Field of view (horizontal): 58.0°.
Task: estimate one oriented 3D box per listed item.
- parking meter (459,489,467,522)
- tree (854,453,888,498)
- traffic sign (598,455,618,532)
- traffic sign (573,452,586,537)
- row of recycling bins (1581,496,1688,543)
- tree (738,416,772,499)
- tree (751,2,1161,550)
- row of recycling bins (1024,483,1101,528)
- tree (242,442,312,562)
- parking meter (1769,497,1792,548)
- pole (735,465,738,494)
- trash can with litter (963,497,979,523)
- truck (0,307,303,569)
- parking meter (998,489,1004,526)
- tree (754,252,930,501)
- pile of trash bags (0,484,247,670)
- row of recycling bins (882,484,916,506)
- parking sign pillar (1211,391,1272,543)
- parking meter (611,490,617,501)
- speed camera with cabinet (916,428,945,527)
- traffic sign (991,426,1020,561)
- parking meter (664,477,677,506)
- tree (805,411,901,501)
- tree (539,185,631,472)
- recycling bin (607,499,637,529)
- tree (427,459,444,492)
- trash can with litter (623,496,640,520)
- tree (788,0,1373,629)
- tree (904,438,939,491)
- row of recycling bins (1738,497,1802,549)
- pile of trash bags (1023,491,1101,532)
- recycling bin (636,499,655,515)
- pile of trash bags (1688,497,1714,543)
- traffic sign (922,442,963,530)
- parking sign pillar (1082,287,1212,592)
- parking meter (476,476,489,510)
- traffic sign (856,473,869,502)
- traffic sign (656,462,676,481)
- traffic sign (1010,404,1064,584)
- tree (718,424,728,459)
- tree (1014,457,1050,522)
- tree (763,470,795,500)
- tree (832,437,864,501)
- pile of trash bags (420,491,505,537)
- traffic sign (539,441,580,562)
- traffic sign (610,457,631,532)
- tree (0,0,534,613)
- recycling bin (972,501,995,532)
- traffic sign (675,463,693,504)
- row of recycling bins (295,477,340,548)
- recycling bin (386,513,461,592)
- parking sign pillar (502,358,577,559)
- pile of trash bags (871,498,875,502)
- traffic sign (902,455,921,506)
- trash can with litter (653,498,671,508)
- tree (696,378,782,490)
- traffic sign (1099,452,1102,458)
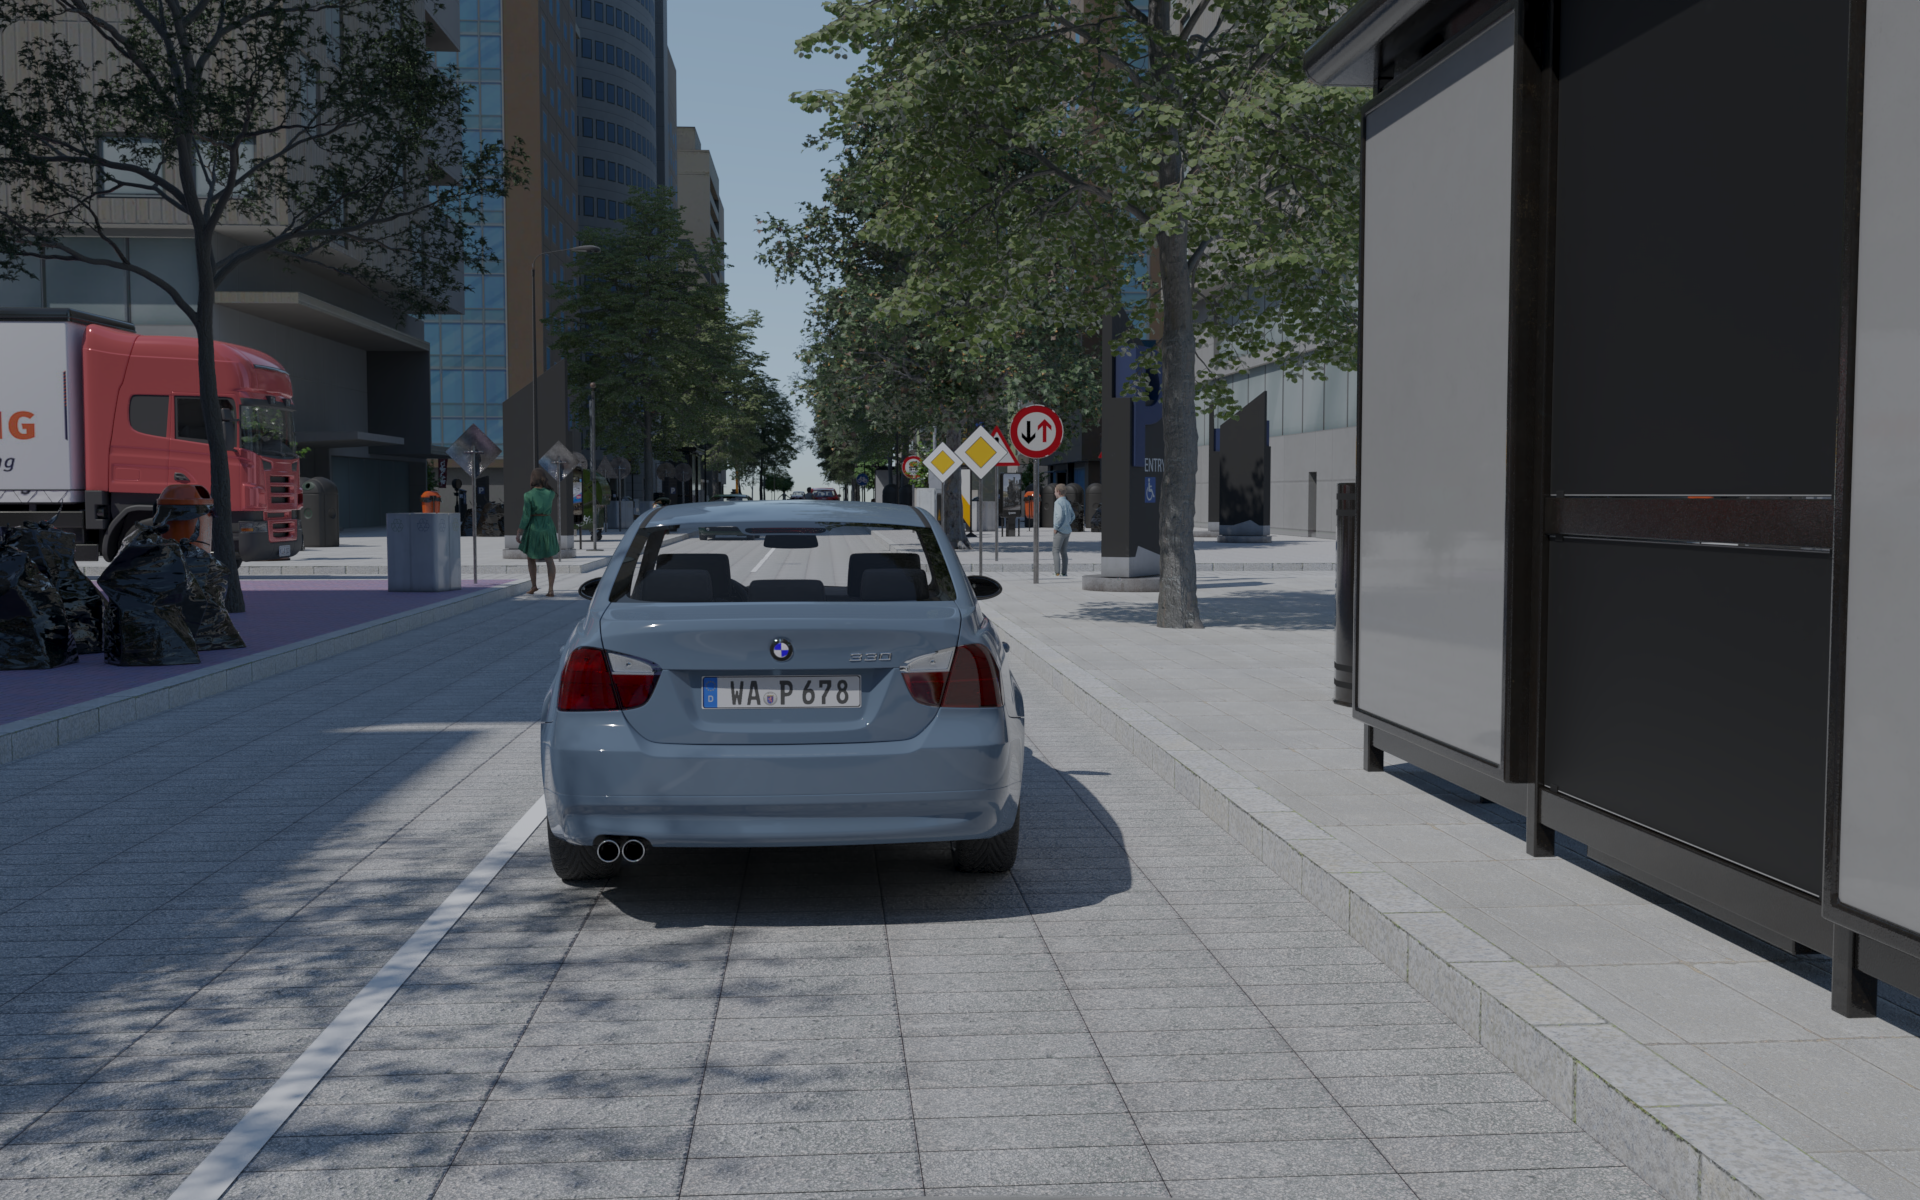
[{"bbox_3d":[-22.934,-4.374,79.918,0.372,1.533,0.369,0,3,0],"label":"parking meter"},{"bbox_3d":[-6.639,-9.105,132.577,4.285,4.588,4.351,0,3,0],"label":"tree"},{"bbox_3d":[-11.913,-3.559,58.186,0.884,2.594,0.081,0,4,3],"label":"traffic sign"},{"bbox_3d":[-11.625,-3.190,52.269,0.768,2.556,0.104,0,4,-4],"label":"traffic sign"},{"bbox_3d":[6.504,-0.786,19.962,3.534,1.692,1.069,0,4,2],"label":"row of recycling bins"},{"bbox_3d":[-18.276,-12.249,150.626,4.360,8.622,3.978,0,3,0],"label":"tree"},{"bbox_3d":[-0.106,-7.515,39.873,9.611,12.733,9.660,0,3,0],"label":"tree"},{"bbox_3d":[3.967,-3.581,65.657,3.534,1.692,1.069,2,4,35],"label":"row of recycling bins"},{"bbox_3d":[-13.546,-2.372,33.377,1.663,3.219,1.824,0,3,0],"label":"tree"},{"bbox_3d":[18.511,-2.041,39.076,0.399,1.863,0.255,3,5,43],"label":"parking meter"},{"bbox_3d":[-12.853,-6.481,99.812,0.158,3.312,0.155,0,3,0],"label":"pole"},{"bbox_3d":[0.474,-4.032,77.314,1.055,1.170,0.624,-2,4,-33],"label":"trash can with litter"},{"bbox_3d":[-15.689,-2.340,27.167,11.283,4.237,2.839,0,4,-3],"label":"truck"},{"bbox_3d":[1.589,-3.721,69.250,0.372,1.533,0.369,0,3,0],"label":"parking meter"},{"bbox_3d":[-3.392,-10.692,85.187,12.009,13.543,11.850,0,3,0],"label":"tree"},{"bbox_3d":[-6.844,-0.275,14.249,1.912,1.369,3.447,0,4,-7],"label":"pile of trash bags"},{"bbox_3d":[-1.575,-3.718,67.906,3.534,1.692,1.069,2,4,33],"label":"row of recycling bins"},{"bbox_3d":[7.526,-3.501,45.721,1.447,3.967,1.447,3,4,36],"label":"parking sign pillar"},{"bbox_3d":[-20.179,-5.657,100.909,0.372,1.533,0.369,0,3,0],"label":"parking meter"},{"bbox_3d":[-0.719,-3.397,49.883,0.660,3.252,2.038,1,4,14],"label":"speed camera with cabinet"},{"bbox_3d":[0.699,-2.019,33.012,0.884,2.594,0.081,0,4,3],"label":"traffic sign"},{"bbox_3d":[-9.845,-3.259,58.997,0.255,1.863,0.399,3,5,41],"label":"parking meter"},{"bbox_3d":[-12.244,-17.805,197.764,9.857,13.997,8.962,0,3,0],"label":"tree"},{"bbox_3d":[-11.508,-8.898,63.602,7.486,12.596,7.792,0,3,0],"label":"tree"},{"bbox_3d":[-12.504,-3.132,63.754,0.722,1.027,0.722,-3,5,-41],"label":"recycling bin"},{"bbox_3d":[-24.054,-5.115,78.230,1.663,3.219,1.824,0,3,0],"label":"tree"},{"bbox_3d":[-16.043,-4.500,84.963,1.055,1.170,0.624,2,4,33],"label":"trash can with litter"},{"bbox_3d":[1.800,-5.988,16.037,7.486,12.596,7.792,0,3,0],"label":"tree"},{"bbox_3d":[-0.792,-3.610,53.627,1.663,3.219,1.824,0,3,0],"label":"tree"},{"bbox_3d":[20.175,-2.055,40.714,3.534,1.692,1.069,0,3,0],"label":"row of recycling bins"},{"bbox_3d":[3.756,-3.015,59.041,3.447,1.369,1.912,2,4,25],"label":"pile of trash bags"},{"bbox_3d":[-10.895,-2.994,61.513,0.722,1.027,0.722,-3,5,-43],"label":"recycling bin"},{"bbox_3d":[15.790,-1.881,40.512,3.447,1.369,1.912,2,4,29],"label":"pile of trash bags"},{"bbox_3d":[-0.333,-1.808,33.206,0.795,2.450,0.064,0,4,-5],"label":"traffic sign"},{"bbox_3d":[2.361,-2.122,23.167,1.447,3.967,1.447,2,4,30],"label":"parking sign pillar"},{"bbox_3d":[-15.355,-3.057,55.689,0.399,1.863,0.255,0,4,5],"label":"parking meter"},{"bbox_3d":[-6.018,-6.530,106.866,0.768,2.556,0.104,0,4,2],"label":"traffic sign"},{"bbox_3d":[-11.761,-4.233,69.322,0.768,2.556,0.104,0,4,-1],"label":"traffic sign"},{"bbox_3d":[1.090,-1.506,24.724,0.768,2.556,0.104,0,4,3],"label":"traffic sign"},{"bbox_3d":[-20.690,-16.646,182.535,12.009,13.543,11.850,0,3,0],"label":"tree"},{"bbox_3d":[3.243,-5.221,79.967,1.663,3.219,1.824,0,3,0],"label":"tree"},{"bbox_3d":[-26.667,-17.115,263.541,4.285,4.588,4.351,0,3,0],"label":"tree"},{"bbox_3d":[-10.529,-13.670,173.869,4.737,8.622,4.395,0,3,0],"label":"tree"},{"bbox_3d":[-14.542,-2.599,52.249,3.447,1.369,1.912,-2,4,-35],"label":"pile of trash bags"},{"bbox_3d":[-7.556,-1.774,32.655,0.795,2.450,0.064,0,4,-5],"label":"traffic sign"},{"bbox_3d":[-11.634,-3.616,59.227,0.768,2.556,0.104,0,4,4],"label":"traffic sign"},{"bbox_3d":[-8.236,-5.135,18.372,7.601,10.594,8.767,-1,4,-20],"label":"tree"},{"bbox_3d":[0.789,-2.873,59.520,0.722,1.027,0.722,2,4,30],"label":"recycling bin"},{"bbox_3d":[-11.408,-4.362,71.424,0.768,2.556,0.104,0,4,-1],"label":"traffic sign"},{"bbox_3d":[-16.467,-2.179,42.742,3.534,1.692,1.069,3,5,41],"label":"row of recycling bins"},{"bbox_3d":[-7.105,-0.637,22.969,0.722,1.027,0.722,1,4,11],"label":"recycling bin"},{"bbox_3d":[-8.418,-2.819,34.565,1.447,3.967,1.447,0,4,6],"label":"parking sign pillar"},{"bbox_3d":[-4.015,-5.947,106.992,1.912,1.369,3.447,1,4,19],"label":"pile of trash bags"},{"bbox_3d":[-1.539,-3.497,57.284,0.768,2.556,0.104,0,4,-4],"label":"traffic sign"},{"bbox_3d":[-9.554,-2.666,54.971,0.624,1.170,1.055,-2,4,-24],"label":"trash can with litter"},{"bbox_3d":[-16.857,-11.995,130.537,7.601,10.594,8.767,1,4,10],"label":"tree"},{"bbox_3d":[2.483,-1.565,25.598,0.884,2.594,0.081,0,4,-1],"label":"traffic sign"}]
